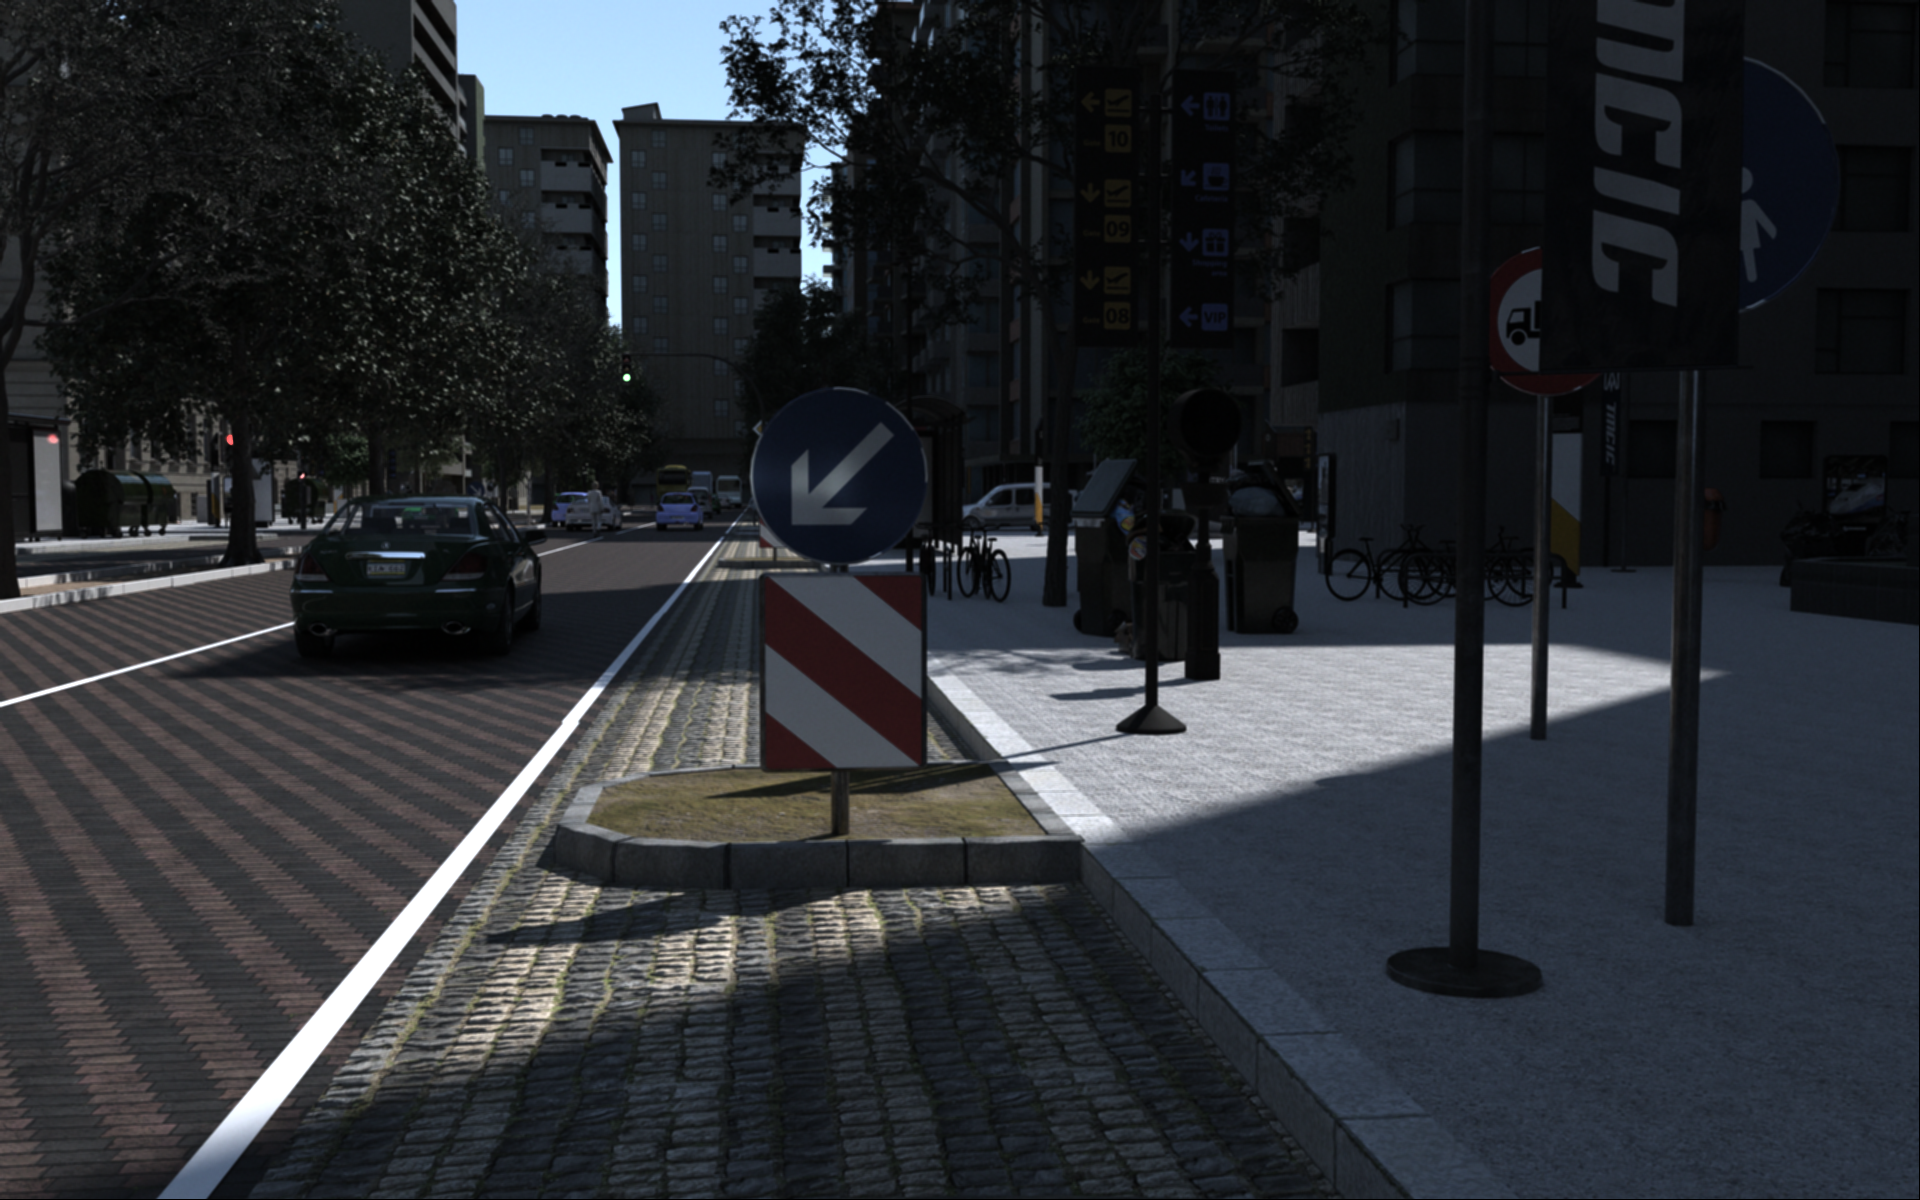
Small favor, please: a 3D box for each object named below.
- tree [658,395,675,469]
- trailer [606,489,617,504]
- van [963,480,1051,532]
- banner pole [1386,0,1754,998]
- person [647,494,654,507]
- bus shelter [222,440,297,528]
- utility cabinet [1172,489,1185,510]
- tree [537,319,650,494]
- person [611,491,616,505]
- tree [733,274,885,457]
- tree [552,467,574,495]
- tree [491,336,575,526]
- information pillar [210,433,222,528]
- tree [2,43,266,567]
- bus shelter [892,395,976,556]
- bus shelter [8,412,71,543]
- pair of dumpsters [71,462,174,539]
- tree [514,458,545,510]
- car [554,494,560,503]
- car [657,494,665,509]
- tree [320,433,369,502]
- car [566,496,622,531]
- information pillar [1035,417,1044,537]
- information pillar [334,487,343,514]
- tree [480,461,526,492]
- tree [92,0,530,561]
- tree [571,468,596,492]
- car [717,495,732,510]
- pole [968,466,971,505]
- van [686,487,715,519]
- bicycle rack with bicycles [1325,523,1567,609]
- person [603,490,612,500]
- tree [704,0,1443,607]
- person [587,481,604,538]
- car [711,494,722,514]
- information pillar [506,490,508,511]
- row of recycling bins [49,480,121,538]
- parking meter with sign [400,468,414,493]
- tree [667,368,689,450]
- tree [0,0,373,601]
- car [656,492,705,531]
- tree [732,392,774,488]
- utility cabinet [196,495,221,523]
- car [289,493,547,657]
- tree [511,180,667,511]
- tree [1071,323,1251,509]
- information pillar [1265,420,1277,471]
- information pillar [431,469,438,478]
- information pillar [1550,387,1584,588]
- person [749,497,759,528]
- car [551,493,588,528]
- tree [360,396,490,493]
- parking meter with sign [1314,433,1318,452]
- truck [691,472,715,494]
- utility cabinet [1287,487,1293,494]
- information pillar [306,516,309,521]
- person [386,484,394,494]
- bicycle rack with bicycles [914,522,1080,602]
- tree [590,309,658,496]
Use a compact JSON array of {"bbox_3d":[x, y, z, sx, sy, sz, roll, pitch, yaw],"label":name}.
[{"bbox_3d":[-23.280,-11.726,111.183,9.611,12.733,9.660,0,3,0],"label":"tree"},{"bbox_3d":[-38.926,-11.398,193.409,1.471,1.999,3.904,0,4,-6],"label":"trailer"},{"bbox_3d":[1.591,-3.370,62.108,4.112,2.044,2.013,0,4,-6],"label":"van"},{"bbox_3d":[1.546,-0.879,4.389,0.863,3.779,0.401,2,4,25],"label":"banner pole"},{"bbox_3d":[-31.427,-10.082,176.558,0.991,1.433,0.599,-2,4,-28],"label":"person"},{"bbox_3d":[-26.972,-4.518,67.787,2.014,3.302,5.546,0,4,-6],"label":"bus shelter"},{"bbox_3d":[9.336,-3.821,71.159,1.173,1.500,0.318,2,4,27],"label":"utility cabinet"},{"bbox_3d":[-21.997,-10.595,101.447,9.928,11.665,9.643,0,3,0],"label":"tree"},{"bbox_3d":[-33.613,-9.674,167.207,0.750,1.759,0.617,-2,4,-31],"label":"person"},{"bbox_3d":[-8.298,-11.834,100.133,9.857,13.997,8.962,0,3,0],"label":"tree"},{"bbox_3d":[-36.758,-12.671,157.537,4.737,8.622,4.395,0,3,0],"label":"tree"},{"bbox_3d":[-19.167,-7.583,76.808,4.360,8.622,3.978,0,3,0],"label":"tree"},{"bbox_3d":[-28.284,-4.553,65.804,0.183,3.616,0.504,0,4,4],"label":"information pillar"},{"bbox_3d":[-14.158,-7.001,33.936,9.611,12.733,9.660,0,3,0],"label":"tree"},{"bbox_3d":[-0.982,-2.703,38.114,2.014,3.302,5.546,0,4,-6],"label":"bus shelter"},{"bbox_3d":[-25.068,-4.013,43.245,2.179,5.291,8.768,0,4,-6],"label":"bus shelter"},{"bbox_3d":[-24.839,-2.993,51.431,1.574,2.255,4.437,0,4,-7],"label":"pair of dumpsters"},{"bbox_3d":[-34.734,-13.373,136.775,7.486,12.596,7.792,0,3,0],"label":"tree"},{"bbox_3d":[-28.094,-6.990,123.089,1.959,1.807,4.718,0,4,-5],"label":"car"},{"bbox_3d":[-21.423,-7.135,128.447,2.131,1.459,4.920,0,4,-5],"label":"car"},{"bbox_3d":[-28.811,-5.963,81.209,4.285,4.588,4.351,0,3,0],"label":"tree"},{"bbox_3d":[-14.413,-3.417,68.229,2.083,1.381,4.827,0,4,-6],"label":"car"},{"bbox_3d":[2.380,-3.720,52.177,0.183,3.616,0.504,1,4,21],"label":"information pillar"},{"bbox_3d":[-33.110,-6.166,92.161,0.183,3.616,0.504,3,5,40],"label":"information pillar"},{"bbox_3d":[-33.944,-8.849,128.397,4.285,4.588,4.351,0,3,0],"label":"tree"},{"bbox_3d":[-14.906,-7.617,43.998,9.611,12.733,9.660,0,3,0],"label":"tree"},{"bbox_3d":[-39.675,-12.153,182.411,4.285,4.588,4.351,0,3,0],"label":"tree"},{"bbox_3d":[-22.347,-9.138,161.776,2.083,1.381,4.827,0,4,-6],"label":"car"},{"bbox_3d":[0.577,-7.017,108.567,0.158,3.312,0.155,0,3,0],"label":"pole"},{"bbox_3d":[-15.346,-5.779,101.499,2.013,2.044,4.112,-1,4,-9],"label":"van"},{"bbox_3d":[5.808,-0.434,20.483,2.925,0.926,2.852,0,4,5],"label":"bicycle rack with bicycles"},{"bbox_3d":[-30.191,-8.513,147.817,0.705,1.807,1.348,3,5,40],"label":"person"},{"bbox_3d":[1.013,-5.185,19.188,8.767,10.594,7.601,1,4,8],"label":"tree"},{"bbox_3d":[-11.795,-2.915,56.045,0.514,1.842,0.818,-1,4,-10],"label":"person"},{"bbox_3d":[-18.023,-7.035,123.819,1.959,1.807,4.718,0,4,-6],"label":"car"},{"bbox_3d":[-34.741,-7.819,132.336,0.304,2.012,0.304,-1,4,-19],"label":"information pillar"},{"bbox_3d":[-26.561,-2.775,52.482,1.069,1.692,3.534,0,4,-2],"label":"row of recycling bins"},{"bbox_3d":[-34.850,-6.887,108.868,0.543,3.016,1.738,1,4,22],"label":"parking meter with sign"},{"bbox_3d":[-24.351,-12.855,123.013,12.009,13.543,11.850,0,3,0],"label":"tree"},{"bbox_3d":[-12.974,-6.744,23.086,12.009,13.543,11.850,0,3,0],"label":"tree"},{"bbox_3d":[-11.122,-3.624,68.842,1.945,1.707,3.694,0,4,-6],"label":"car"},{"bbox_3d":[-20.906,-17.620,205.099,9.611,12.733,9.660,0,3,0],"label":"tree"},{"bbox_3d":[-33.570,-4.049,77.369,1.020,1.237,0.306,1,4,11],"label":"utility cabinet"},{"bbox_3d":[-5.138,-0.304,16.766,2.131,1.459,4.920,-1,4,-8],"label":"car"},{"bbox_3d":[-17.897,-9.461,67.511,12.009,13.543,11.850,0,3,0],"label":"tree"},{"bbox_3d":[3.853,-3.032,33.294,4.285,4.588,4.351,0,3,0],"label":"tree"},{"bbox_3d":[9.791,-3.872,54.668,0.183,3.616,0.504,-2,4,-31],"label":"information pillar"},{"bbox_3d":[-39.557,-8.511,130.503,0.504,3.616,0.183,-1,4,-21],"label":"information pillar"},{"bbox_3d":[8.283,-1.978,23.702,0.504,3.616,0.183,3,4,37],"label":"information pillar"},{"bbox_3d":[-8.371,-3.711,70.993,0.589,1.601,0.330,0,4,8],"label":"person"},{"bbox_3d":[-16.754,-4.033,75.532,1.945,1.707,3.694,0,4,-5],"label":"car"},{"bbox_3d":[-31.393,-11.108,99.749,7.486,12.596,7.792,0,3,0],"label":"tree"},{"bbox_3d":[10.834,-3.223,48.965,0.543,3.016,1.738,-2,4,-34],"label":"parking meter with sign"},{"bbox_3d":[-30.493,-12.976,201.911,2.967,4.110,18.799,0,4,-5],"label":"truck"},{"bbox_3d":[10.145,-2.878,55.739,1.173,1.500,0.318,-2,4,-28],"label":"utility cabinet"},{"bbox_3d":[-30.902,-5.509,81.420,0.183,3.616,0.504,1,4,17],"label":"information pillar"},{"bbox_3d":[-21.856,-3.536,66.502,0.419,1.800,0.721,0,4,1],"label":"person"},{"bbox_3d":[0.595,-0.507,21.675,2.852,0.926,2.925,0,4,-1],"label":"bicycle rack with bicycles"},{"bbox_3d":[-19.975,-10.055,83.857,9.611,12.733,9.660,0,3,0],"label":"tree"}]
